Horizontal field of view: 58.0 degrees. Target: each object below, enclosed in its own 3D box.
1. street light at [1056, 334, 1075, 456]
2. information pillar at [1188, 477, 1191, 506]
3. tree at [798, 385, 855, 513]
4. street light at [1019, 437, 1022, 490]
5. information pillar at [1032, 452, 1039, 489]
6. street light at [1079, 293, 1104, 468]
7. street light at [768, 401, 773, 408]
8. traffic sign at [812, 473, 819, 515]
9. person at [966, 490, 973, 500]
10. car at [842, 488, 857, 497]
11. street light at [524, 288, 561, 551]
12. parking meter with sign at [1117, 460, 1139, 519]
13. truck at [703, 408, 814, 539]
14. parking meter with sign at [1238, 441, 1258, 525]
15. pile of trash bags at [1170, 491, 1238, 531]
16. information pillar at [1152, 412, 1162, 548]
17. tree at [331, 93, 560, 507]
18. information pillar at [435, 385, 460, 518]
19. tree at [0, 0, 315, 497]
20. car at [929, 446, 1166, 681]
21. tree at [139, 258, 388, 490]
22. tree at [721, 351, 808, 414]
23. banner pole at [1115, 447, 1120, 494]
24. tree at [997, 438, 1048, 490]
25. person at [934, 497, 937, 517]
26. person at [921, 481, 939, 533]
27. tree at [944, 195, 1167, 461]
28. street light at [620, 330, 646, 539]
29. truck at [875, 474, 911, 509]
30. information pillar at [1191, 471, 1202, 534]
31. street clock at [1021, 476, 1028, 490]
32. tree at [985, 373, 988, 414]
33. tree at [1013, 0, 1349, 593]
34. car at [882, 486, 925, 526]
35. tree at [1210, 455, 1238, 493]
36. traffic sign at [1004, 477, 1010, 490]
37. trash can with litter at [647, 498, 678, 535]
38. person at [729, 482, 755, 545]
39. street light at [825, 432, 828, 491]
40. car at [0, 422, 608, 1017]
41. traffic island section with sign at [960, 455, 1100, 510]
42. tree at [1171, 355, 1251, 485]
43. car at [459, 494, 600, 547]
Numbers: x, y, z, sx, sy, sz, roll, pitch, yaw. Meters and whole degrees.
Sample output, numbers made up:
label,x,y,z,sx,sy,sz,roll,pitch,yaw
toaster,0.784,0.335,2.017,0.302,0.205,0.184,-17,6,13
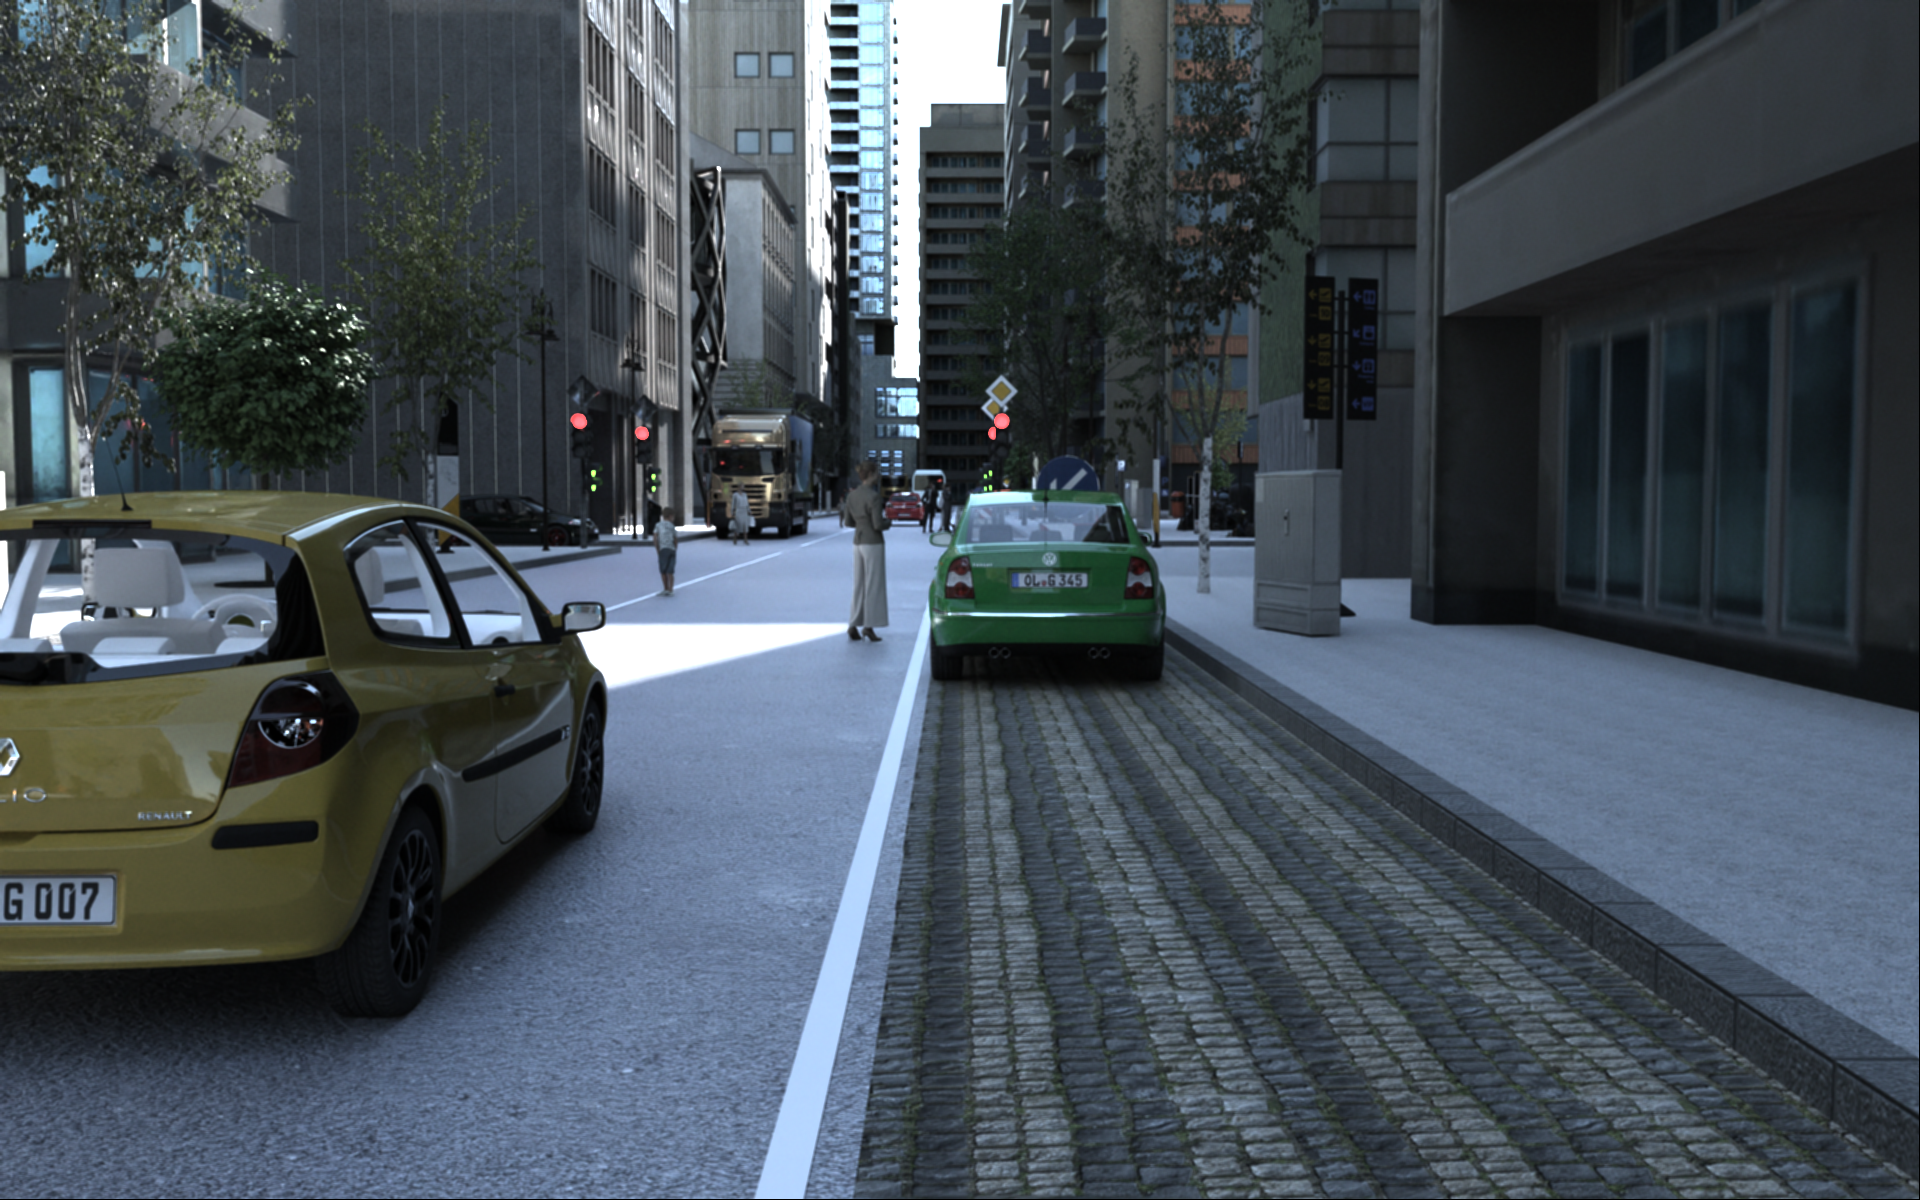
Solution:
label,x,y,z,sx,sy,sz,roll,pitch,yaw
street light,3.057,-4.744,50.357,0.468,5.910,1.993,0,3,0
information pillar,9.852,-4.211,73.338,0.304,2.012,0.304,-3,5,-44
tree,-9.200,-10.168,116.602,4.360,8.622,3.978,0,3,0
street light,3.032,-6.982,86.949,0.468,5.910,1.993,0,3,0
information pillar,3.728,-5.784,85.930,0.183,3.616,0.504,2,4,35
street light,3.029,-4.109,39.964,0.468,5.910,1.993,0,3,0
street light,-9.371,-6.912,85.804,0.468,5.910,1.993,0,3,0
traffic sign,-8.988,-6.446,105.504,0.768,2.556,0.104,0,4,1
person,0.943,-8.370,145.904,0.990,1.755,0.434,-1,4,-16
car,-6.298,-6.145,109.137,2.281,1.827,5.304,0,4,-2
street light,-9.371,-4.051,39.016,0.468,5.910,1.993,0,3,0
parking meter with sign,8.946,-5.739,90.095,0.543,3.016,1.738,3,5,44
truck,-6.650,-4.281,58.911,2.839,4.237,11.283,0,4,0
parking meter with sign,10.073,-3.726,57.175,1.738,3.016,0.543,1,4,18
pile of trash bags,8.477,-3.143,61.147,1.912,1.369,3.447,3,5,39
information pillar,4.702,-3.061,41.409,0.183,3.616,0.504,1,4,15
tree,-9.968,-5.047,32.875,4.737,8.622,4.395,0,3,0
information pillar,-11.094,-2.820,37.465,0.504,3.616,0.183,-3,5,-43
tree,-9.539,-4.214,19.263,4.360,8.622,3.978,0,3,0
car,0.694,-0.356,14.618,1.959,1.807,4.718,0,4,1
tree,-9.705,-2.487,24.369,4.285,4.588,4.351,0,3,0
tree,-10.339,-8.531,89.836,4.737,8.622,4.395,0,3,0
banner pole,8.403,-6.265,92.448,0.401,3.779,0.863,-1,4,-10
tree,3.683,-6.605,91.713,4.285,4.588,4.351,0,3,0
person,-1.748,-6.058,107.722,0.661,1.801,0.590,3,5,40
person,-1.098,-3.459,64.423,0.648,1.900,0.474,-1,4,-14
tree,3.280,-8.162,59.205,9.928,11.665,9.643,0,3,0
street light,-9.228,-4.659,48.961,0.468,5.910,1.993,0,3,0
truck,-6.402,-10.596,169.165,3.469,3.379,9.791,0,4,0
information pillar,7.767,-3.146,55.936,0.304,2.012,0.304,-2,4,-30
street clock,2.628,-4.048,70.757,0.358,2.002,0.471,1,4,13
tree,3.114,-7.128,66.911,4.360,8.622,3.978,0,3,0
tree,3.068,-4.410,22.468,4.360,8.622,3.978,0,3,0
car,-2.494,-4.278,78.982,2.155,1.783,4.494,0,4,-1
tree,12.528,-5.501,84.538,1.663,3.219,1.824,0,3,0
traffic sign,2.668,-5.969,98.780,0.795,2.450,0.064,0,4,7
trash can with litter,-9.363,-2.609,54.037,1.055,1.170,0.624,-1,4,-22
person,-6.172,-2.450,48.916,0.694,1.780,0.624,-1,4,-21
street light,-9.380,-9.155,122.474,0.468,5.910,1.993,0,3,0
car,-2.373,0.249,6.156,2.015,1.641,3.980,0,4,-1
traffic island section with sign,1.005,-0.612,18.639,1.989,1.847,2.006,0,3,0
tree,13.121,-8.567,90.434,4.737,8.622,4.395,0,3,0
car,-11.463,-2.135,44.698,4.222,1.686,2.009,0,4,-1
